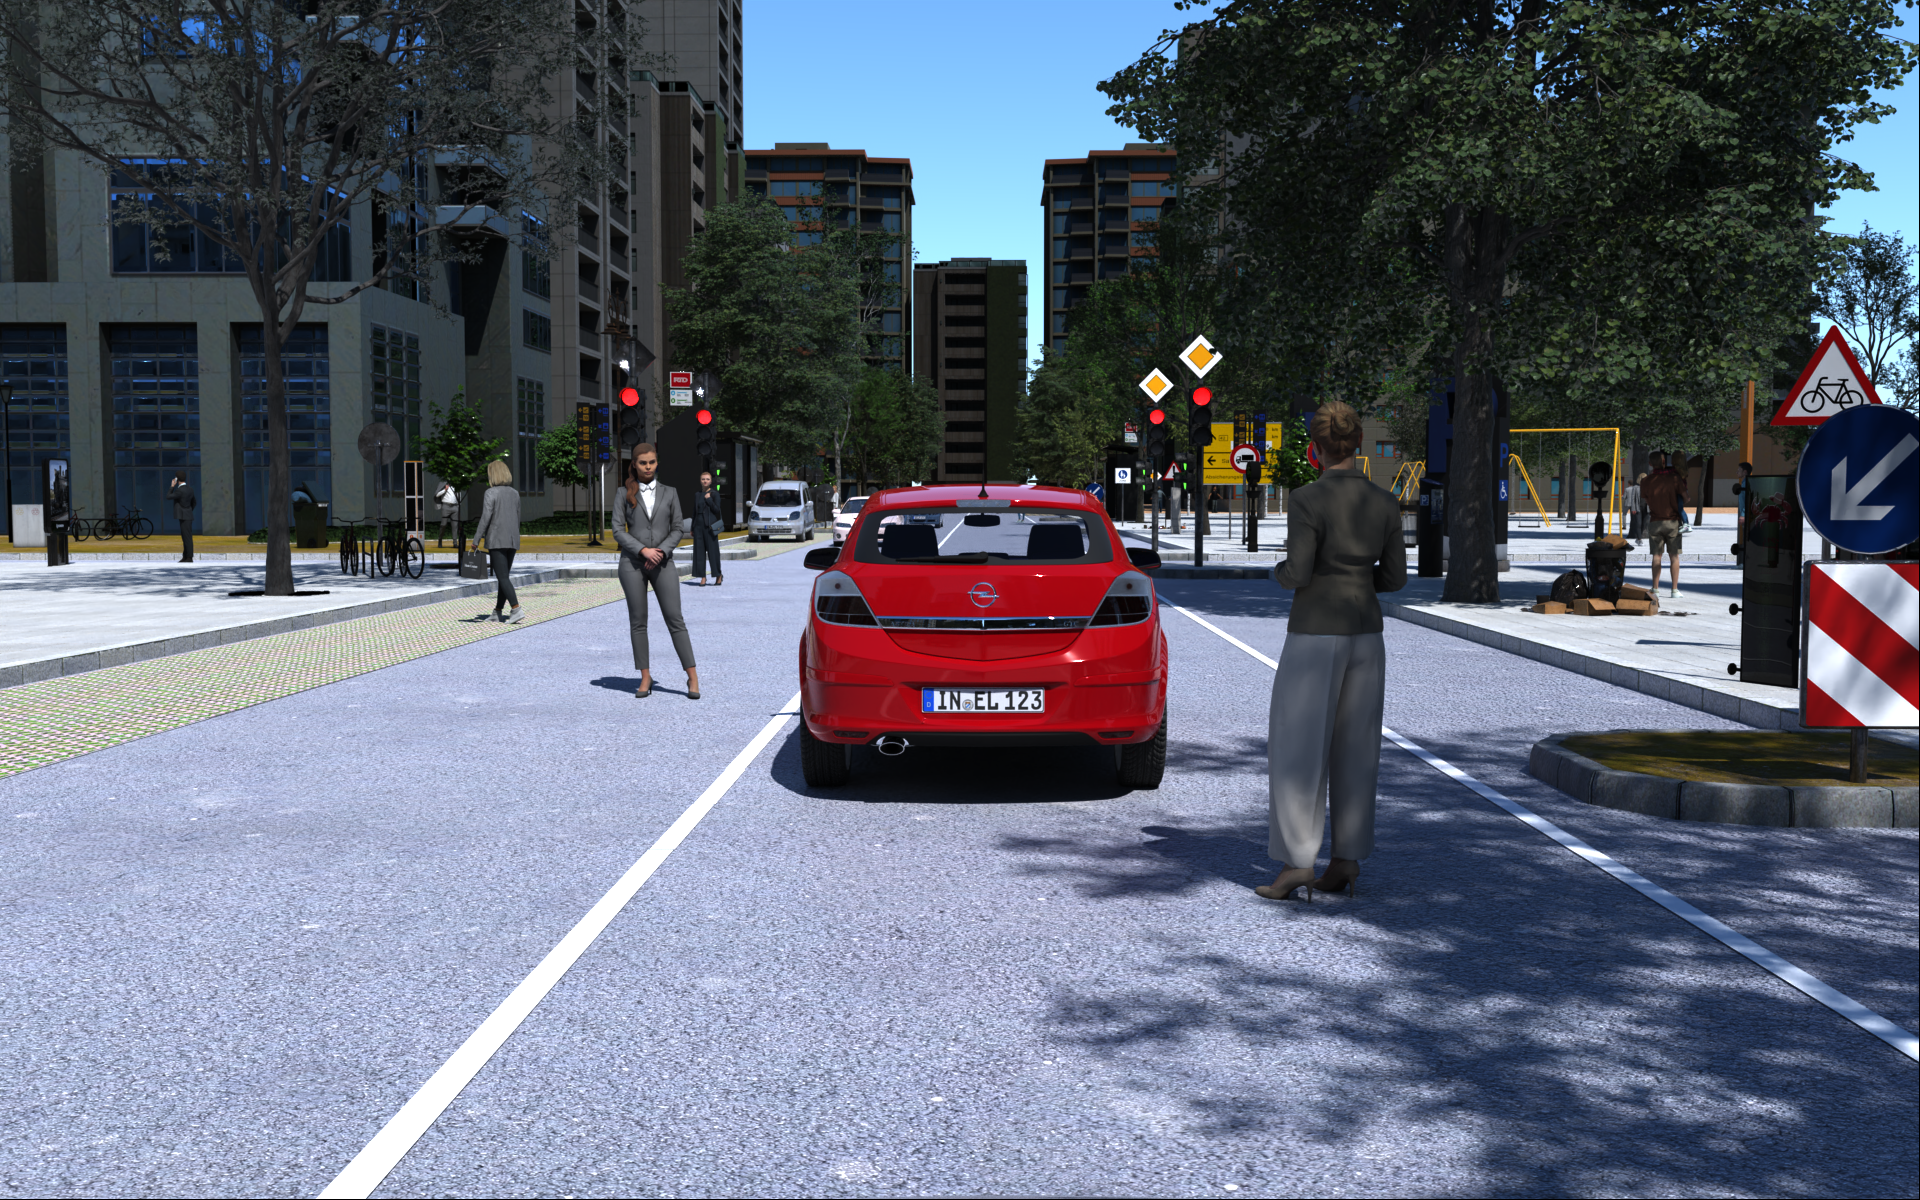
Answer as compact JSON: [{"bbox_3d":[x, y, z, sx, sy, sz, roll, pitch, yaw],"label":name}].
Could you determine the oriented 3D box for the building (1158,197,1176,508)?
[{"bbox_3d":[26.415,-24.402,170.674,14.160,30.474,14.107,0,4,1],"label":"building"}]

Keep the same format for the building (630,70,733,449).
[{"bbox_3d":[-24.405,-21.417,121.866,14.160,30.474,14.107,0,4,1],"label":"building"}]

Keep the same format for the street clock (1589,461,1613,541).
[{"bbox_3d":[14.189,-2.070,38.410,0.471,2.002,0.358,1,4,12],"label":"street clock"}]

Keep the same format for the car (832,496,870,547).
[{"bbox_3d":[-2.533,-2.228,48.784,2.083,1.381,4.827,0,3,0],"label":"car"}]

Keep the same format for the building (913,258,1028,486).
[{"bbox_3d":[1.254,-27.086,214.560,14.107,30.474,14.160,0,4,1],"label":"building"}]

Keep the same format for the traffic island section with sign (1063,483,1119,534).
[{"bbox_3d":[4.756,-3.340,63.230,1.989,1.847,2.006,0,4,1],"label":"traffic island section with sign"}]

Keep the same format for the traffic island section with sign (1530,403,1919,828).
[{"bbox_3d":[3.906,0.015,8.379,1.989,1.847,2.006,0,4,1],"label":"traffic island section with sign"}]

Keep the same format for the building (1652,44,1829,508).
[{"bbox_3d":[74.330,-31.824,170.440,14.200,45.320,14.600,0,4,1],"label":"building"}]

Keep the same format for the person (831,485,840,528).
[{"bbox_3d":[-4.960,-3.692,69.225,0.624,1.780,0.694,-1,4,-18],"label":"person"}]

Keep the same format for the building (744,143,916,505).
[{"bbox_3d":[-20.308,-34.501,218.707,28.867,44.769,22.147,0,4,1],"label":"building"}]

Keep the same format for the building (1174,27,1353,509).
[{"bbox_3d":[26.269,-28.887,155.901,14.154,41.232,14.086,0,4,1],"label":"building"}]

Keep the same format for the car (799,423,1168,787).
[{"bbox_3d":[0.129,-0.056,9.962,2.155,1.783,4.494,0,4,1],"label":"car"}]

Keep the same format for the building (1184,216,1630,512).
[{"bbox_3d":[33.036,-17.731,134.943,27.650,21.520,28.899,0,4,1],"label":"building"}]

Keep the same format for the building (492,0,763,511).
[{"bbox_3d":[-27.676,-43.672,152.292,20.563,71.187,20.611,0,4,1],"label":"building"}]

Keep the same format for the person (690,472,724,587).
[{"bbox_3d":[-3.955,-1.106,27.005,0.576,1.772,0.534,0,4,5],"label":"person"}]

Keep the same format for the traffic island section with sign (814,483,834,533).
[{"bbox_3d":[-4.949,-3.393,64.107,1.989,1.847,2.006,0,4,1],"label":"traffic island section with sign"}]

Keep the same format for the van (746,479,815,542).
[{"bbox_3d":[-5.376,-2.770,52.298,2.013,2.044,4.112,0,4,1],"label":"van"}]

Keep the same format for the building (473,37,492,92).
[{"bbox_3d":[-28.376,-40.564,101.467,20.563,71.187,20.611,0,4,1],"label":"building"}]

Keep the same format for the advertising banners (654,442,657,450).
[{"bbox_3d":[-10.082,-3.872,59.490,0.090,3.025,2.074,1,4,13],"label":"advertising banners"}]

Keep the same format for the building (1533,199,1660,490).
[{"bbox_3d":[59.632,-24.396,170.583,14.107,30.474,14.160,0,4,1],"label":"building"}]

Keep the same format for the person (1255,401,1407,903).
[{"bbox_3d":[1.318,0.175,6.195,0.519,1.759,0.362,-1,4,-21],"label":"person"}]

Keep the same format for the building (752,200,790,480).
[{"bbox_3d":[-24.248,-24.486,172.051,14.107,30.474,14.160,0,4,1],"label":"building"}]

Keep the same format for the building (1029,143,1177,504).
[{"bbox_3d":[23.156,-34.516,218.962,28.867,44.769,22.147,0,4,1],"label":"building"}]

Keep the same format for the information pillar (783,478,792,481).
[{"bbox_3d":[-7.843,-4.544,78.794,0.304,2.012,0.304,3,4,38],"label":"information pillar"}]

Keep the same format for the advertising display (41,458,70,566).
[{"bbox_3d":[-16.203,-1.581,31.065,0.123,1.923,0.974,-1,4,-9],"label":"advertising display"}]

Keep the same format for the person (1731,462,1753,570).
[{"bbox_3d":[13.345,-1.414,29.180,0.620,1.820,0.660,2,4,25],"label":"person"}]

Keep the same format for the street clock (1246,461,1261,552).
[{"bbox_3d":[6.460,-2.055,38.165,0.358,2.002,0.471,0,4,-6],"label":"street clock"}]

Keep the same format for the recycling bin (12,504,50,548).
[{"bbox_3d":[-22.356,-1.788,41.795,0.722,1.027,0.722,-1,4,-8],"label":"recycling bin"}]

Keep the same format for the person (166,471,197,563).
[{"bbox_3d":[-15.692,-1.654,34.898,0.474,1.900,0.648,-1,4,-11],"label":"person"}]

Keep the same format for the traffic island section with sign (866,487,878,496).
[{"bbox_3d":[-4.537,-5.042,91.063,1.989,1.847,2.006,0,4,1],"label":"traffic island section with sign"}]

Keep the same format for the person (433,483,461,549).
[{"bbox_3d":[-12.113,-2.128,40.938,0.679,1.850,0.850,-3,5,-44],"label":"person"}]

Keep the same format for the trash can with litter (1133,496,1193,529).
[{"bbox_3d":[7.498,-3.236,63.962,2.233,1.210,1.678,2,4,24],"label":"trash can with litter"}]

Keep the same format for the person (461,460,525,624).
[{"bbox_3d":[-5.091,-0.633,19.040,0.728,1.800,0.709,2,4,34],"label":"person"}]

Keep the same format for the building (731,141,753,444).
[{"bbox_3d":[-24.621,-22.278,135.953,14.160,30.474,14.107,0,4,1],"label":"building"}]

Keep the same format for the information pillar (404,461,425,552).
[{"bbox_3d":[-12.149,-2.084,38.570,0.304,2.012,0.304,1,4,14],"label":"information pillar"}]

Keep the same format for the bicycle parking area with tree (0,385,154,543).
[{"bbox_3d":[-27.409,-3.642,46.549,8.231,4.147,9.016,2,4,32],"label":"bicycle parking area with tree"}]

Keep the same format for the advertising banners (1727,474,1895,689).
[{"bbox_3d":[5.710,-0.898,10.876,0.090,3.025,2.074,-1,4,-22],"label":"advertising banners"}]

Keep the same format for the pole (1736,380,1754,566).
[{"bbox_3d":[14.006,-2.265,30.879,0.158,3.312,0.155,0,3,0],"label":"pole"}]

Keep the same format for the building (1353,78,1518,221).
[{"bbox_3d":[45.529,-29.747,169.957,14.086,41.232,14.154,0,4,1],"label":"building"}]

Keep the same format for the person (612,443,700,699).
[{"bbox_3d":[-2.136,-0.207,12.158,0.520,1.790,0.573,-2,4,-33],"label":"person"}]

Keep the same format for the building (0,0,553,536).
[{"bbox_3d":[-29.087,-46.070,65.910,22.319,86.520,31.000,0,4,1],"label":"building"}]
